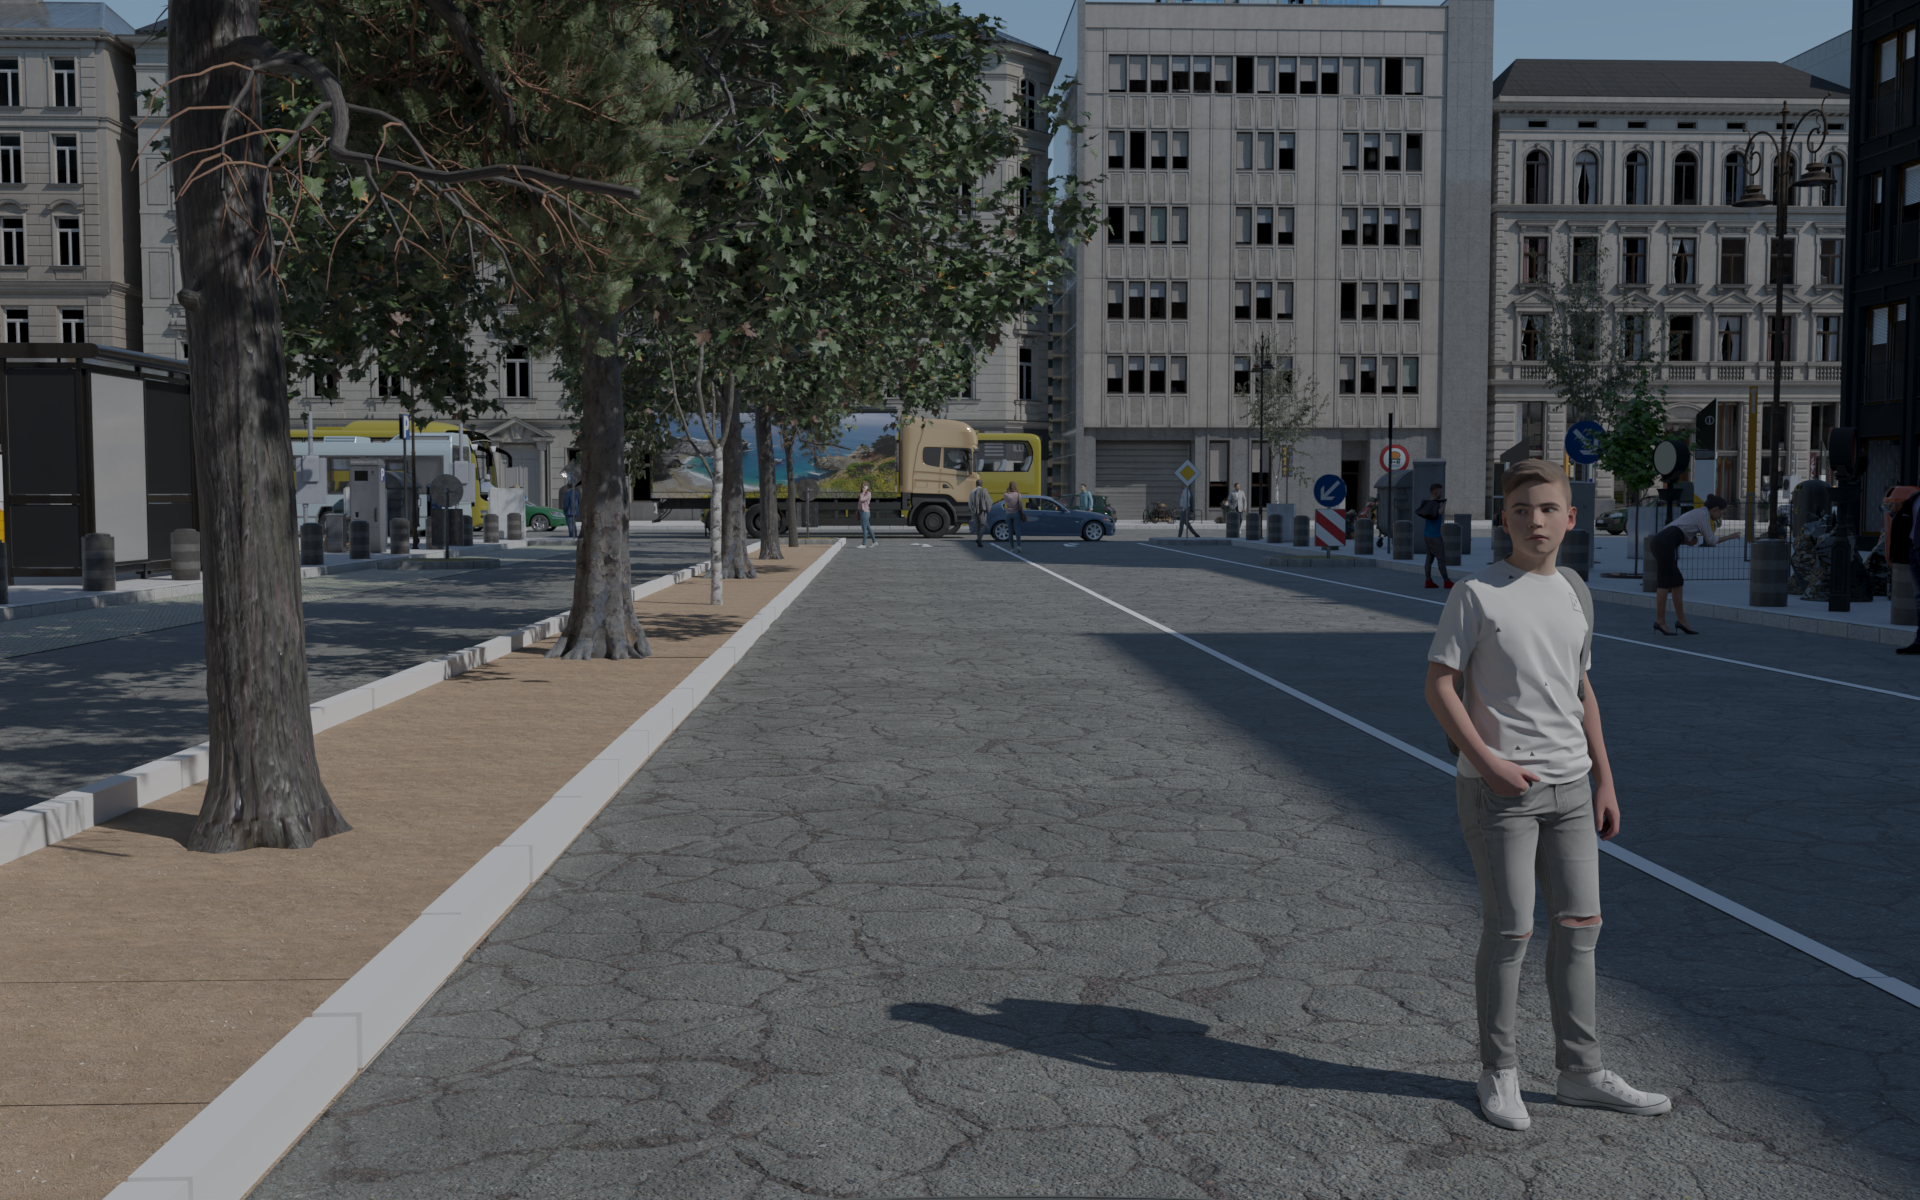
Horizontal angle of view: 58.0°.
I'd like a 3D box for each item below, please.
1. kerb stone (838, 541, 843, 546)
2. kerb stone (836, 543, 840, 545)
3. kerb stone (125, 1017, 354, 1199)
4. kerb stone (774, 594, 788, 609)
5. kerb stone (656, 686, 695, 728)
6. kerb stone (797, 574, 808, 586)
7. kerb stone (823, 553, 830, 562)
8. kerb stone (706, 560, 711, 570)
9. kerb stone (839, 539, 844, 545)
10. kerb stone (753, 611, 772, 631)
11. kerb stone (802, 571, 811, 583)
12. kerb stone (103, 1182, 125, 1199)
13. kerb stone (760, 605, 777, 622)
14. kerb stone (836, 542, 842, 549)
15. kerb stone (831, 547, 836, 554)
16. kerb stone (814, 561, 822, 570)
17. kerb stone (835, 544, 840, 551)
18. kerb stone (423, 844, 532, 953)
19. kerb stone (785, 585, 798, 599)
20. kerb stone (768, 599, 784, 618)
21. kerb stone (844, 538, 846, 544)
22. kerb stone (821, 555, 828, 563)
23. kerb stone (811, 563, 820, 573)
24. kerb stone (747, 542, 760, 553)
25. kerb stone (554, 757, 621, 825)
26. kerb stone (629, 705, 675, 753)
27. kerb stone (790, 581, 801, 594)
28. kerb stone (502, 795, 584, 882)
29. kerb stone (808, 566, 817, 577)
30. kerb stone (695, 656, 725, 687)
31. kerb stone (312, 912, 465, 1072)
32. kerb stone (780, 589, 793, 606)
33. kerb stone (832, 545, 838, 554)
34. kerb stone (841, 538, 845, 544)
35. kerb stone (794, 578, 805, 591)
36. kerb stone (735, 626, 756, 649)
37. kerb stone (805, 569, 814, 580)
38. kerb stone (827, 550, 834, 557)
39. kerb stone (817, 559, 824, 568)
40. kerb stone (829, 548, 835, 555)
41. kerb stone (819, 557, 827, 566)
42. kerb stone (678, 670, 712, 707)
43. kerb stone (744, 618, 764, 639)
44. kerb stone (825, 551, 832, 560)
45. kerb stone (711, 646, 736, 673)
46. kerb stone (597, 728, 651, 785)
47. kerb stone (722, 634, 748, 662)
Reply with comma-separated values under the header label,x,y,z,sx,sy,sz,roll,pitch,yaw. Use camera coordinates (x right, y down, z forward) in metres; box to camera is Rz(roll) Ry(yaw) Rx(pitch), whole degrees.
label,x,y,z,sx,sy,sz,roll,pitch,yaw
kerb stone,-3.162,-1.383,44.820,0.120,0.150,1.000,0,4,-2
kerb stone,-3.095,-1.258,42.761,0.120,0.150,1.000,0,4,-2
kerb stone,-1.524,1.130,3.761,0.120,0.150,1.000,0,4,-2
kerb stone,-2.225,0.063,21.211,0.120,0.150,1.000,0,4,-2
kerb stone,-1.809,0.692,10.939,0.120,0.150,1.000,0,4,-2
kerb stone,-2.427,-0.253,26.332,0.120,0.150,1.000,0,4,-2
kerb stone,-2.796,-0.819,35.588,0.120,0.150,1.000,0,4,-2
kerb stone,-4.766,-0.621,32.475,0.120,0.150,1.000,0,4,-2
kerb stone,-3.210,-1.447,45.846,0.120,0.150,1.000,0,4,-2
kerb stone,-2.093,0.248,18.138,0.120,0.150,1.000,0,4,-2
kerb stone,-2.472,-0.316,27.359,0.120,0.150,1.000,0,4,-2
kerb stone,-1.482,1.190,2.737,0.120,0.150,1.000,0,4,-2
kerb stone,-2.145,0.188,19.162,0.120,0.150,1.000,0,4,-2
kerb stone,-3.119,-1.318,43.785,0.120,0.150,1.000,0,4,-2
kerb stone,-2.965,-1.070,39.684,0.120,0.150,1.000,0,4,-2
kerb stone,-2.631,-0.565,31.472,0.120,0.150,1.000,0,4,-2
kerb stone,-3.036,-1.195,41.738,0.120,0.150,1.000,0,4,-2
kerb stone,-1.610,1.002,5.809,0.120,0.150,1.000,0,4,-2
kerb stone,-2.303,-0.064,23.259,0.120,0.150,1.000,0,4,-2
kerb stone,-2.177,0.123,20.187,0.120,0.150,1.000,0,4,-2
kerb stone,-3.287,-1.571,47.898,0.120,0.150,1.000,0,4,-2
kerb stone,-2.755,-0.756,34.563,0.120,0.150,1.000,0,4,-2
kerb stone,-2.592,-0.505,30.445,0.120,0.150,1.000,0,4,-2
kerb stone,-5.223,-1.321,43.798,0.120,0.150,1.000,0,4,-2
kerb stone,-1.689,0.877,7.859,0.120,0.150,1.000,0,4,-2
kerb stone,-1.772,0.751,9.909,0.120,0.150,1.000,0,4,-2
kerb stone,-2.345,-0.128,24.285,0.120,0.150,1.000,0,4,-2
kerb stone,-1.643,0.941,6.836,0.120,0.150,1.000,0,4,-2
kerb stone,-2.550,-0.442,29.418,0.120,0.150,1.000,0,4,-2
kerb stone,-1.892,0.564,12.991,0.120,0.150,1.000,0,4,-2
kerb stone,-1.561,1.065,4.786,0.120,0.150,1.000,0,4,-2
kerb stone,-2.260,-0.002,22.235,0.120,0.150,1.000,0,4,-2
kerb stone,-3.006,-1.133,40.714,0.120,0.150,1.000,0,4,-2
kerb stone,-3.247,-1.509,46.874,0.120,0.150,1.000,0,4,-2
kerb stone,-2.388,-0.190,25.308,0.120,0.150,1.000,0,4,-2
kerb stone,-2.013,0.374,16.080,0.120,0.150,1.000,0,4,-2
kerb stone,-2.513,-0.378,28.386,0.120,0.150,1.000,0,4,-2
kerb stone,-2.872,-0.944,37.636,0.120,0.150,1.000,0,4,-2
kerb stone,-2.672,-0.630,32.502,0.120,0.150,1.000,0,4,-2
kerb stone,-2.923,-1.006,38.659,0.120,0.150,1.000,0,4,-2
kerb stone,-2.712,-0.686,33.535,0.120,0.150,1.000,0,4,-2
kerb stone,-1.845,0.626,11.962,0.120,0.150,1.000,0,4,-2
kerb stone,-2.059,0.311,17.114,0.120,0.150,1.000,0,4,-2
kerb stone,-2.832,-0.882,36.612,0.120,0.150,1.000,0,4,-2
kerb stone,-1.936,0.508,14.021,0.120,0.150,1.000,0,4,-2
kerb stone,-1.731,0.814,8.883,0.120,0.150,1.000,0,4,-2
kerb stone,-1.967,0.437,15.044,0.120,0.150,1.000,0,4,-2
